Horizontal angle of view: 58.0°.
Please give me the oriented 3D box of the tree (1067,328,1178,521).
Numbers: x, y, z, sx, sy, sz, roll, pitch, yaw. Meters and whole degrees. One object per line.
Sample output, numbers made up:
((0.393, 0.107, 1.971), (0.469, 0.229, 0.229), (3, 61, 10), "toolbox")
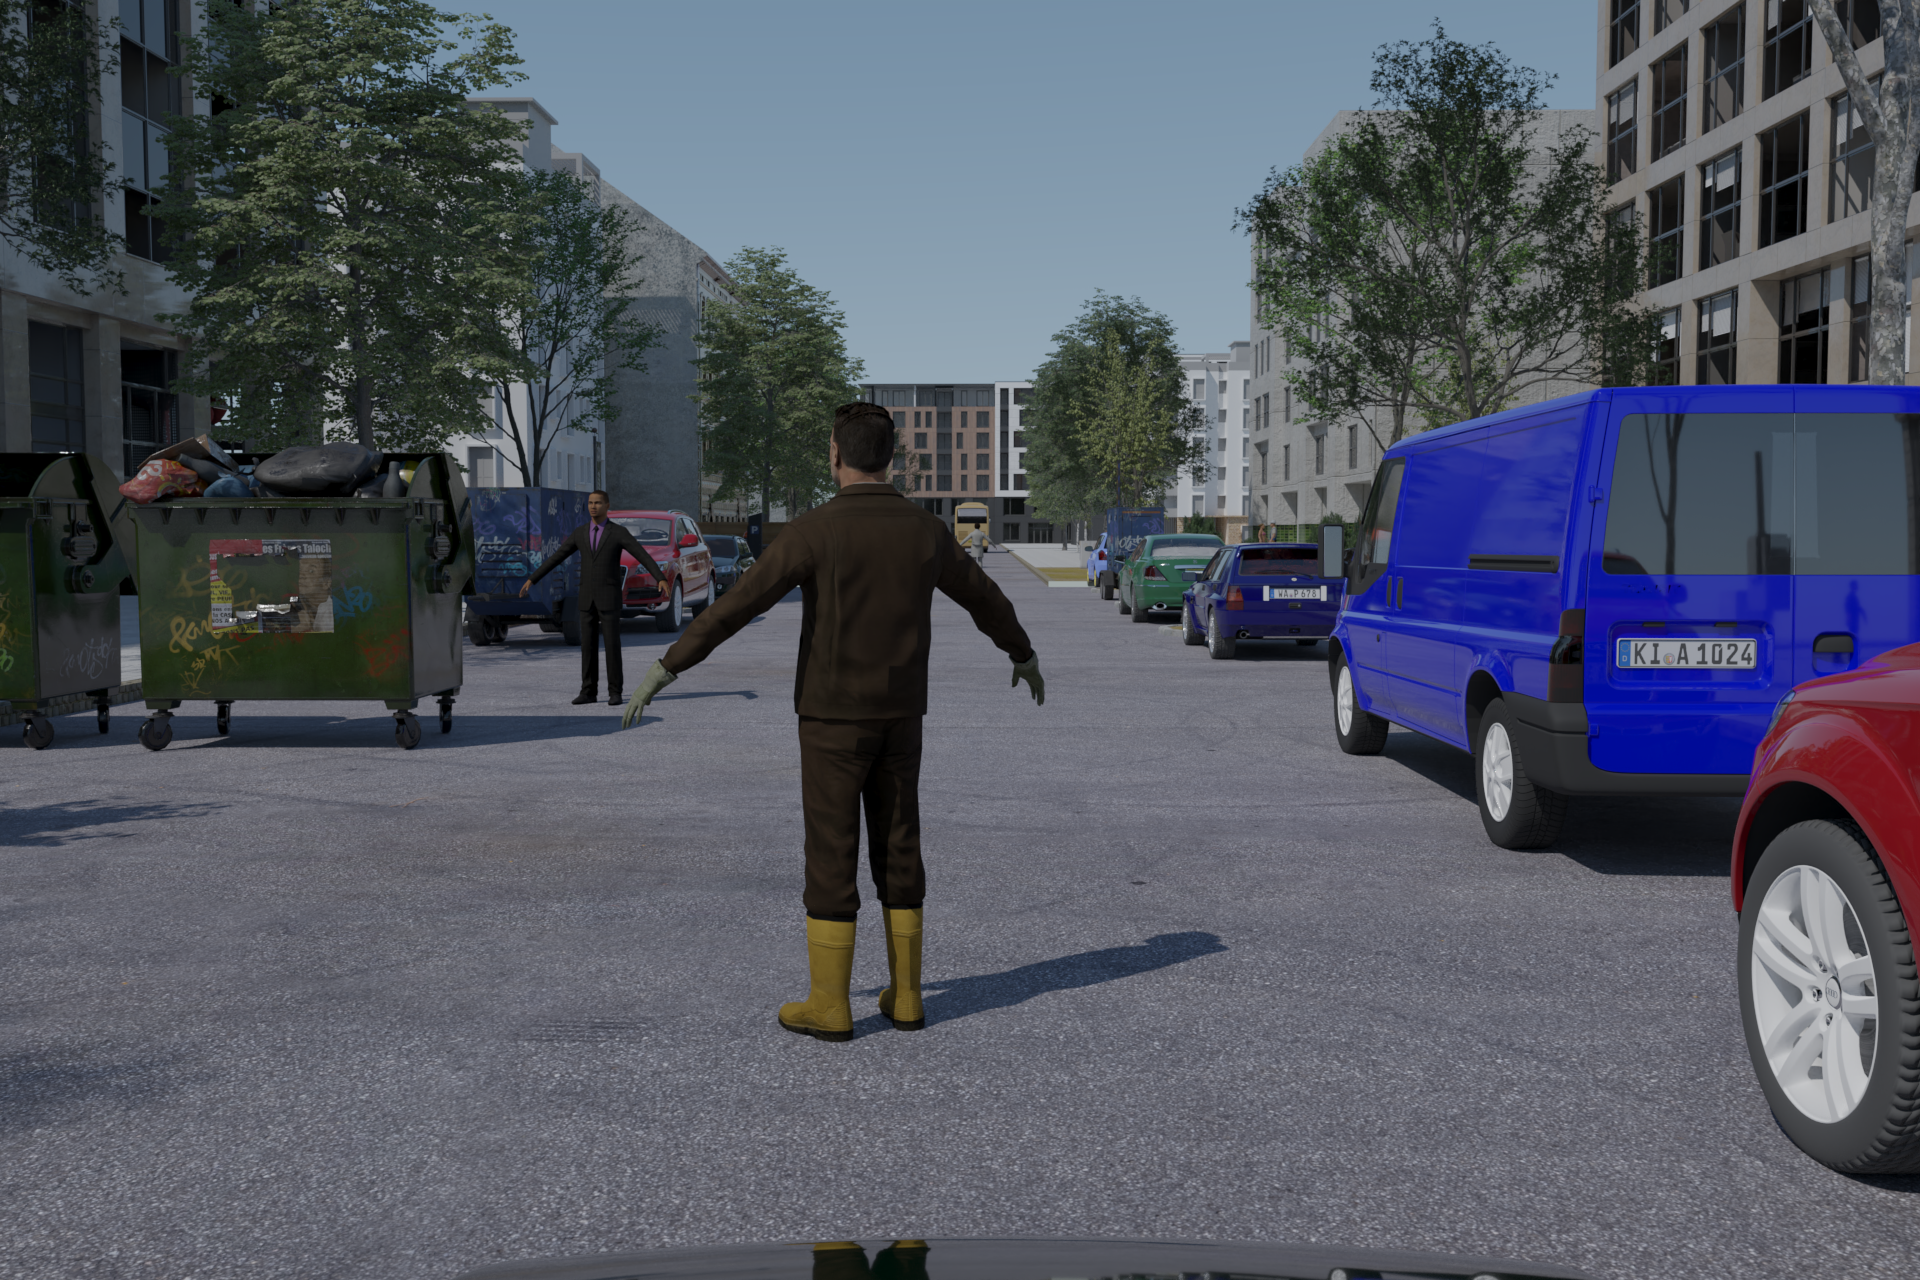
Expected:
((5.892, -6.775, 61.126), (4.737, 8.622, 4.395), (0, 3, 0), "tree")

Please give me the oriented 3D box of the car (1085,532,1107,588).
((4.327, -2.246, 46.306), (1.945, 1.707, 3.694), (0, 4, 0), "car")

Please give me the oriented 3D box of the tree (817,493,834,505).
((-18.243, -17.776, 240.992), (4.360, 8.622, 3.978), (0, 3, 0), "tree")

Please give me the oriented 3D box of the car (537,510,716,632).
((-5.089, -1.116, 26.919), (2.281, 1.827, 5.304), (0, 4, 1), "car")

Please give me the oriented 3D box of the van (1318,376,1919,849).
((3.398, -0.314, 9.515), (2.240, 2.365, 5.245), (0, 4, 1), "van")

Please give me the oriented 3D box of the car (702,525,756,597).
((-5.413, -1.693, 37.467), (2.009, 1.686, 4.222), (0, 4, 1), "car")

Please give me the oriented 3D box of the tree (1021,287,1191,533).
((7.893, -11.290, 91.241), (9.857, 13.997, 8.962), (0, 3, 0), "tree")

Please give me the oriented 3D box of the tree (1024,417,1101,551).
((8.511, -13.208, 134.073), (7.486, 12.596, 7.792), (0, 3, 0), "tree")

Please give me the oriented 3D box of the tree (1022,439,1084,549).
((9.014, -14.239, 150.935), (7.486, 12.596, 7.792), (0, 3, 0), "tree")

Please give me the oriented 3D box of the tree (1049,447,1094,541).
((7.929, -9.518, 105.990), (4.360, 8.622, 3.978), (0, 3, 0), "tree")

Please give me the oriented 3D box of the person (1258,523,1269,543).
((12.870, -4.070, 73.344), (0.721, 1.733, 1.217), (2, 4, 26), "person")

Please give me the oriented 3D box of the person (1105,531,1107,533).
((6.462, -4.035, 75.239), (0.599, 1.433, 0.991), (3, 4, 36), "person")

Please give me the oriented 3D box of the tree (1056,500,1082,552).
((8.396, -10.600, 123.672), (4.360, 8.622, 3.978), (0, 3, 0), "tree")

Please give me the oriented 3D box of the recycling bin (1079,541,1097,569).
((4.840, -3.188, 64.679), (0.722, 1.027, 0.722), (0, 3, 0), "recycling bin")

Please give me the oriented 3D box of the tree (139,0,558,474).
((-11.168, -6.962, 31.962), (7.486, 12.596, 7.792), (0, 3, 0), "tree")

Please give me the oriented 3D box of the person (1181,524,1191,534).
((10.869, -4.658, 82.291), (1.348, 1.813, 0.705), (-2, 4, -23), "person")

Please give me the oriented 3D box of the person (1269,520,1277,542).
((12.422, -3.853, 68.846), (0.705, 1.847, 1.347), (1, 4, 12), "person")

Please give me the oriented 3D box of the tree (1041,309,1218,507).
((7.314, -8.429, 72.230), (7.601, 10.594, 8.767), (2, 4, 24), "tree")

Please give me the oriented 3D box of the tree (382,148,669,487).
((-11.611, -7.392, 46.621), (9.928, 11.665, 9.643), (0, 3, 0), "tree")

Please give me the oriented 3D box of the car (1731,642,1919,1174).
((2.941, 0.390, 2.292), (2.281, 1.827, 5.304), (0, 4, 0), "car")

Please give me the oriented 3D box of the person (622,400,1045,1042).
((-0.295, 0.220, 4.999), (1.346, 1.812, 0.704), (-2, 4, -29), "person")

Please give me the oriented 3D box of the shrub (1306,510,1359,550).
((11.509, -2.993, 53.361), (1.690, 2.028, 1.600), (0, 3, 0), "shrub")

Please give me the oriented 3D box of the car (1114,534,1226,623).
((3.720, -1.076, 29.394), (2.131, 1.459, 4.920), (0, 4, 1), "car")

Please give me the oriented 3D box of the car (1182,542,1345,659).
((3.738, -0.523, 21.126), (1.945, 1.354, 3.894), (0, 4, 0), "car")

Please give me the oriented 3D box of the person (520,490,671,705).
((-3.041, -0.361, 14.578), (1.346, 1.802, 0.704), (1, 4, 12), "person")

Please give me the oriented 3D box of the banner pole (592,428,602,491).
((-8.579, -3.121, 41.038), (0.401, 3.779, 0.863), (0, 4, 2), "banner pole")

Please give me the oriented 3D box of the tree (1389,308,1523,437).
((16.035, -6.423, 55.383), (4.737, 8.622, 4.395), (0, 3, 0), "tree")

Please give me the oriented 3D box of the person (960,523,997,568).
((0.566, -2.984, 57.439), (1.347, 1.806, 0.705), (0, 4, -7), "person")

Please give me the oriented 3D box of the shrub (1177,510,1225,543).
((7.259, -2.952, 52.689), (1.690, 2.028, 1.600), (0, 3, 0), "shrub")

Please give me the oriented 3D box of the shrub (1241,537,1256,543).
((10.430, -3.142, 62.481), (1.383, 1.207, 1.383), (0, 3, 0), "shrub")

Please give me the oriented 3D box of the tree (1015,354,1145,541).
((8.547, -12.811, 116.109), (9.857, 13.997, 8.962), (0, 3, 0), "tree")

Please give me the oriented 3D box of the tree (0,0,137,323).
((-11.799, -5.077, 17.424), (8.767, 10.594, 7.601), (2, 4, 24), "tree")
